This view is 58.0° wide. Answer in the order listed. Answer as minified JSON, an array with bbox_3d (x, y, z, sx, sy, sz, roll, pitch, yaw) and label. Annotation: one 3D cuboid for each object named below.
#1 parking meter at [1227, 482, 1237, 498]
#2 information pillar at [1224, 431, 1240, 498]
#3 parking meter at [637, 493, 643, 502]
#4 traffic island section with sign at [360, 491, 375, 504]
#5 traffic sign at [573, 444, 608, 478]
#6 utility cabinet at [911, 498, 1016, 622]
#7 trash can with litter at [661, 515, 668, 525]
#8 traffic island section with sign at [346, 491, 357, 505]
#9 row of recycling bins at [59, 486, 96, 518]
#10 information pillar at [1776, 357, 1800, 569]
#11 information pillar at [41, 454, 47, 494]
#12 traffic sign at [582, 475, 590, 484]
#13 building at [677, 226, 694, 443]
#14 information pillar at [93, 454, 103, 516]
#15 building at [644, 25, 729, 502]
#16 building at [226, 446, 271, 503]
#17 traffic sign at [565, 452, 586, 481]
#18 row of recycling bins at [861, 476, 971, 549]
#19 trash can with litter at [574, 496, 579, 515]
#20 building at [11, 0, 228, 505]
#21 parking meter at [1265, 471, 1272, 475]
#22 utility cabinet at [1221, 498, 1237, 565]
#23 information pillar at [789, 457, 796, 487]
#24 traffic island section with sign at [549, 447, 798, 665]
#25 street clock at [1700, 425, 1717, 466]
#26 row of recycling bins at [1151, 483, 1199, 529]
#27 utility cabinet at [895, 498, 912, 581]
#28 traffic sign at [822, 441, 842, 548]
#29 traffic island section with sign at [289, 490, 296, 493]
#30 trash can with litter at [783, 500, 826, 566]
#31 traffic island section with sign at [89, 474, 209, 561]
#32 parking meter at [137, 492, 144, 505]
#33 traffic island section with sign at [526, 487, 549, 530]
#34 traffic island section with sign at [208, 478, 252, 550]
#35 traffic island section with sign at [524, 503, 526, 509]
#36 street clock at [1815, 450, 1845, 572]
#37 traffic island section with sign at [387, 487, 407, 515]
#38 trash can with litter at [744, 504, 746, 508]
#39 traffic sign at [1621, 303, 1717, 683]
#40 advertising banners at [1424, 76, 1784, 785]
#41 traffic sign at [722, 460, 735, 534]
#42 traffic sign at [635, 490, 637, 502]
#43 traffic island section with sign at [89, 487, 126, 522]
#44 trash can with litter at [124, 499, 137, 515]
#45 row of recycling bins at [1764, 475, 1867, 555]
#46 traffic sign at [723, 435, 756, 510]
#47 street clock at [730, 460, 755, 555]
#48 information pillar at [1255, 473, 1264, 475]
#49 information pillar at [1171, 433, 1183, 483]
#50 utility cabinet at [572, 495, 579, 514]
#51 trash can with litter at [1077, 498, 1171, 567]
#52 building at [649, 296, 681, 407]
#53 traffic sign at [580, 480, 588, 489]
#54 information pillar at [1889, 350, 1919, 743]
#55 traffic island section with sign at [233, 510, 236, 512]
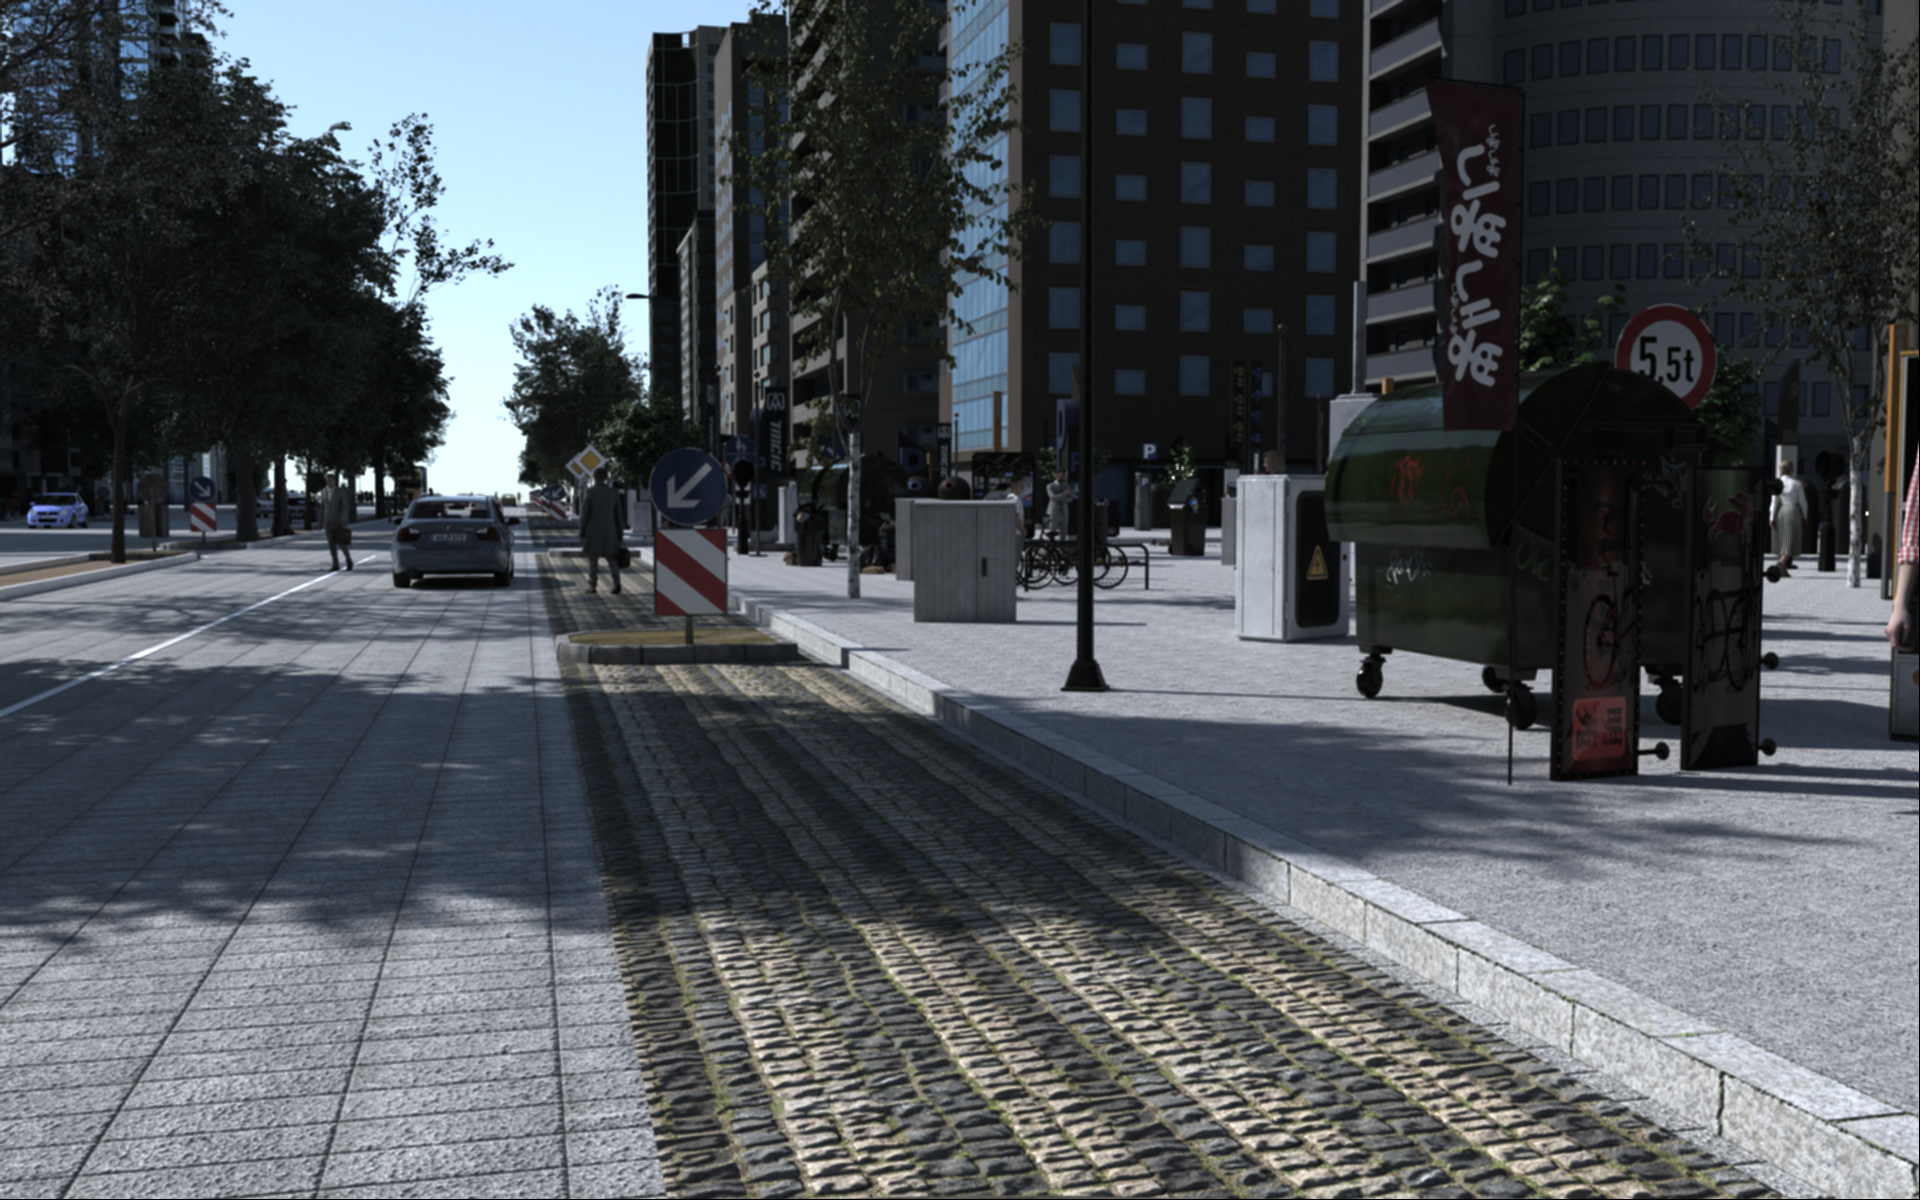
[{"bbox_3d":[5.876,-1.743,36.914,0.372,1.533,0.369,0,3,0],"label":"parking meter"},{"bbox_3d":[8.963,-4.014,56.985,0.504,3.616,0.183,0,4,2],"label":"information pillar"},{"bbox_3d":[-15.381,-4.733,83.095,0.255,1.863,0.399,-1,4,-20],"label":"parking meter"},{"bbox_3d":[-83.948,-14.468,245.179,1.989,1.847,2.006,-1,4,-14],"label":"traffic island section with sign"},{"bbox_3d":[-8.516,-2.316,40.060,0.795,2.593,0.064,-1,4,-14],"label":"traffic sign"},{"bbox_3d":[0.053,-0.382,17.404,1.020,1.237,0.306,0,4,1],"label":"utility cabinet"},{"bbox_3d":[-10.725,-3.252,64.559,1.055,1.170,0.624,-1,4,-15],"label":"trash can with litter"},{"bbox_3d":[-77.187,-12.834,218.466,1.989,1.847,2.006,-1,4,-14],"label":"traffic island section with sign"},{"bbox_3d":[-47.651,-5.280,93.432,1.069,1.692,3.534,0,4,-7],"label":"row of recycling bins"},{"bbox_3d":[14.108,-2.335,29.535,0.504,3.616,0.183,-2,4,-32],"label":"information pillar"},{"bbox_3d":[-53.557,-6.723,101.281,0.183,3.616,0.504,0,4,-8],"label":"information pillar"},{"bbox_3d":[-26.084,-7.399,120.702,0.795,2.593,0.064,0,4,-7],"label":"traffic sign"},{"bbox_3d":[-25.090,-33.319,236.638,32.217,40.220,23.993,-1,4,-14],"label":"building"},{"bbox_3d":[-50.615,-6.750,101.709,0.183,3.616,0.504,3,5,44],"label":"information pillar"},{"bbox_3d":[-39.769,-50.879,270.120,20.563,71.187,20.611,-1,4,-14],"label":"building"},{"bbox_3d":[-115.486,-24.612,247.442,27.650,21.520,28.899,-1,4,-14],"label":"building"},{"bbox_3d":[-10.475,-2.790,47.802,0.795,2.593,0.064,-1,4,-14],"label":"traffic sign"},{"bbox_3d":[-0.600,-2.043,40.519,3.534,1.692,1.069,1,4,10],"label":"row of recycling bins"},{"bbox_3d":[-22.843,-5.732,105.112,1.055,1.170,0.624,-2,4,-28],"label":"trash can with litter"},{"bbox_3d":[-104.904,-55.263,216.216,22.319,86.520,31.000,-1,4,-14],"label":"building"},{"bbox_3d":[6.824,-1.973,37.966,0.255,1.863,0.399,1,4,20],"label":"parking meter"},{"bbox_3d":[5.112,-1.249,31.582,0.306,1.237,1.020,2,4,33],"label":"utility cabinet"},{"bbox_3d":[-10.675,-7.293,110.598,0.504,3.616,0.183,2,4,24],"label":"information pillar"},{"bbox_3d":[-2.585,-0.415,15.412,1.989,1.847,2.006,-1,4,-14],"label":"traffic island section with sign"},{"bbox_3d":[7.428,-0.796,17.592,0.358,2.002,0.471,-1,4,-10],"label":"street clock"},{"bbox_3d":[8.070,-3.537,64.937,1.069,1.692,3.534,2,4,34],"label":"row of recycling bins"},{"bbox_3d":[-0.590,-0.910,26.034,0.306,1.237,1.020,2,4,28],"label":"utility cabinet"},{"bbox_3d":[-2.950,-2.531,41.493,0.768,2.556,0.104,0,4,-5],"label":"traffic sign"},{"bbox_3d":[-63.777,-9.592,165.459,1.989,1.847,2.006,-1,4,-14],"label":"traffic island section with sign"},{"bbox_3d":[-2.842,-1.195,30.926,0.624,1.170,1.055,-2,4,-34],"label":"trash can with litter"},{"bbox_3d":[-17.841,-1.829,38.040,2.006,1.907,1.989,-1,4,-14],"label":"traffic island section with sign"},{"bbox_3d":[-50.523,-6.021,106.851,0.372,1.533,0.369,0,3,0],"label":"parking meter"},{"bbox_3d":[-16.369,-3.746,69.875,1.989,1.847,2.006,-1,4,-14],"label":"traffic island section with sign"},{"bbox_3d":[-19.649,-2.268,45.224,2.006,1.907,1.989,-1,4,-14],"label":"traffic island section with sign"},{"bbox_3d":[-22.976,-5.345,96.011,1.989,1.847,2.006,-1,4,-14],"label":"traffic island section with sign"},{"bbox_3d":[14.340,-1.470,28.597,0.358,2.002,0.471,-1,4,-8],"label":"street clock"},{"bbox_3d":[-38.090,-6.724,118.073,2.006,1.907,1.989,-1,4,-14],"label":"traffic island section with sign"},{"bbox_3d":[-7.224,-3.074,61.654,1.055,1.170,0.624,-2,4,-34],"label":"trash can with litter"},{"bbox_3d":[4.713,-0.708,11.683,0.768,2.556,0.104,-1,4,-12],"label":"traffic sign"},{"bbox_3d":[2.894,-0.707,7.744,2.074,3.025,0.090,-1,4,-23],"label":"advertising banners"},{"bbox_3d":[-7.330,-3.422,56.048,0.768,2.556,0.104,-1,4,-13],"label":"traffic sign"},{"bbox_3d":[-14.848,-4.845,79.328,0.768,2.556,0.104,-1,4,-12],"label":"traffic sign"},{"bbox_3d":[-44.813,-5.008,90.516,1.989,1.847,2.006,-1,4,-14],"label":"traffic island section with sign"},{"bbox_3d":[-51.439,-5.843,106.924,1.055,1.170,0.624,-2,4,-33],"label":"trash can with litter"},{"bbox_3d":[17.578,-1.852,37.399,3.534,1.692,1.069,2,4,24],"label":"row of recycling bins"},{"bbox_3d":[-4.741,-2.290,37.551,0.768,2.556,0.104,0,4,-7],"label":"traffic sign"},{"bbox_3d":[-4.612,-1.968,36.742,0.471,2.002,0.358,-2,4,-27],"label":"street clock"},{"bbox_3d":[10.426,-3.413,60.290,0.304,2.012,0.304,1,4,10],"label":"information pillar"},{"bbox_3d":[8.382,-4.624,66.953,0.504,3.616,0.183,-1,4,-21],"label":"information pillar"},{"bbox_3d":[-24.519,-6.165,111.956,1.020,1.237,0.306,0,4,3],"label":"utility cabinet"},{"bbox_3d":[2.783,-1.253,31.543,1.678,1.210,2.233,2,4,25],"label":"trash can with litter"},{"bbox_3d":[-38.298,-29.451,253.218,14.160,30.474,14.107,-1,4,-14],"label":"building"},{"bbox_3d":[-26.170,-7.240,120.506,0.606,2.300,0.079,0,4,-8],"label":"traffic sign"},{"bbox_3d":[5.038,-0.274,8.972,0.304,2.012,0.304,3,4,39],"label":"information pillar"},{"bbox_3d":[-56.973,-7.949,138.586,1.989,1.847,2.006,-1,4,-14],"label":"traffic island section with sign"}]
